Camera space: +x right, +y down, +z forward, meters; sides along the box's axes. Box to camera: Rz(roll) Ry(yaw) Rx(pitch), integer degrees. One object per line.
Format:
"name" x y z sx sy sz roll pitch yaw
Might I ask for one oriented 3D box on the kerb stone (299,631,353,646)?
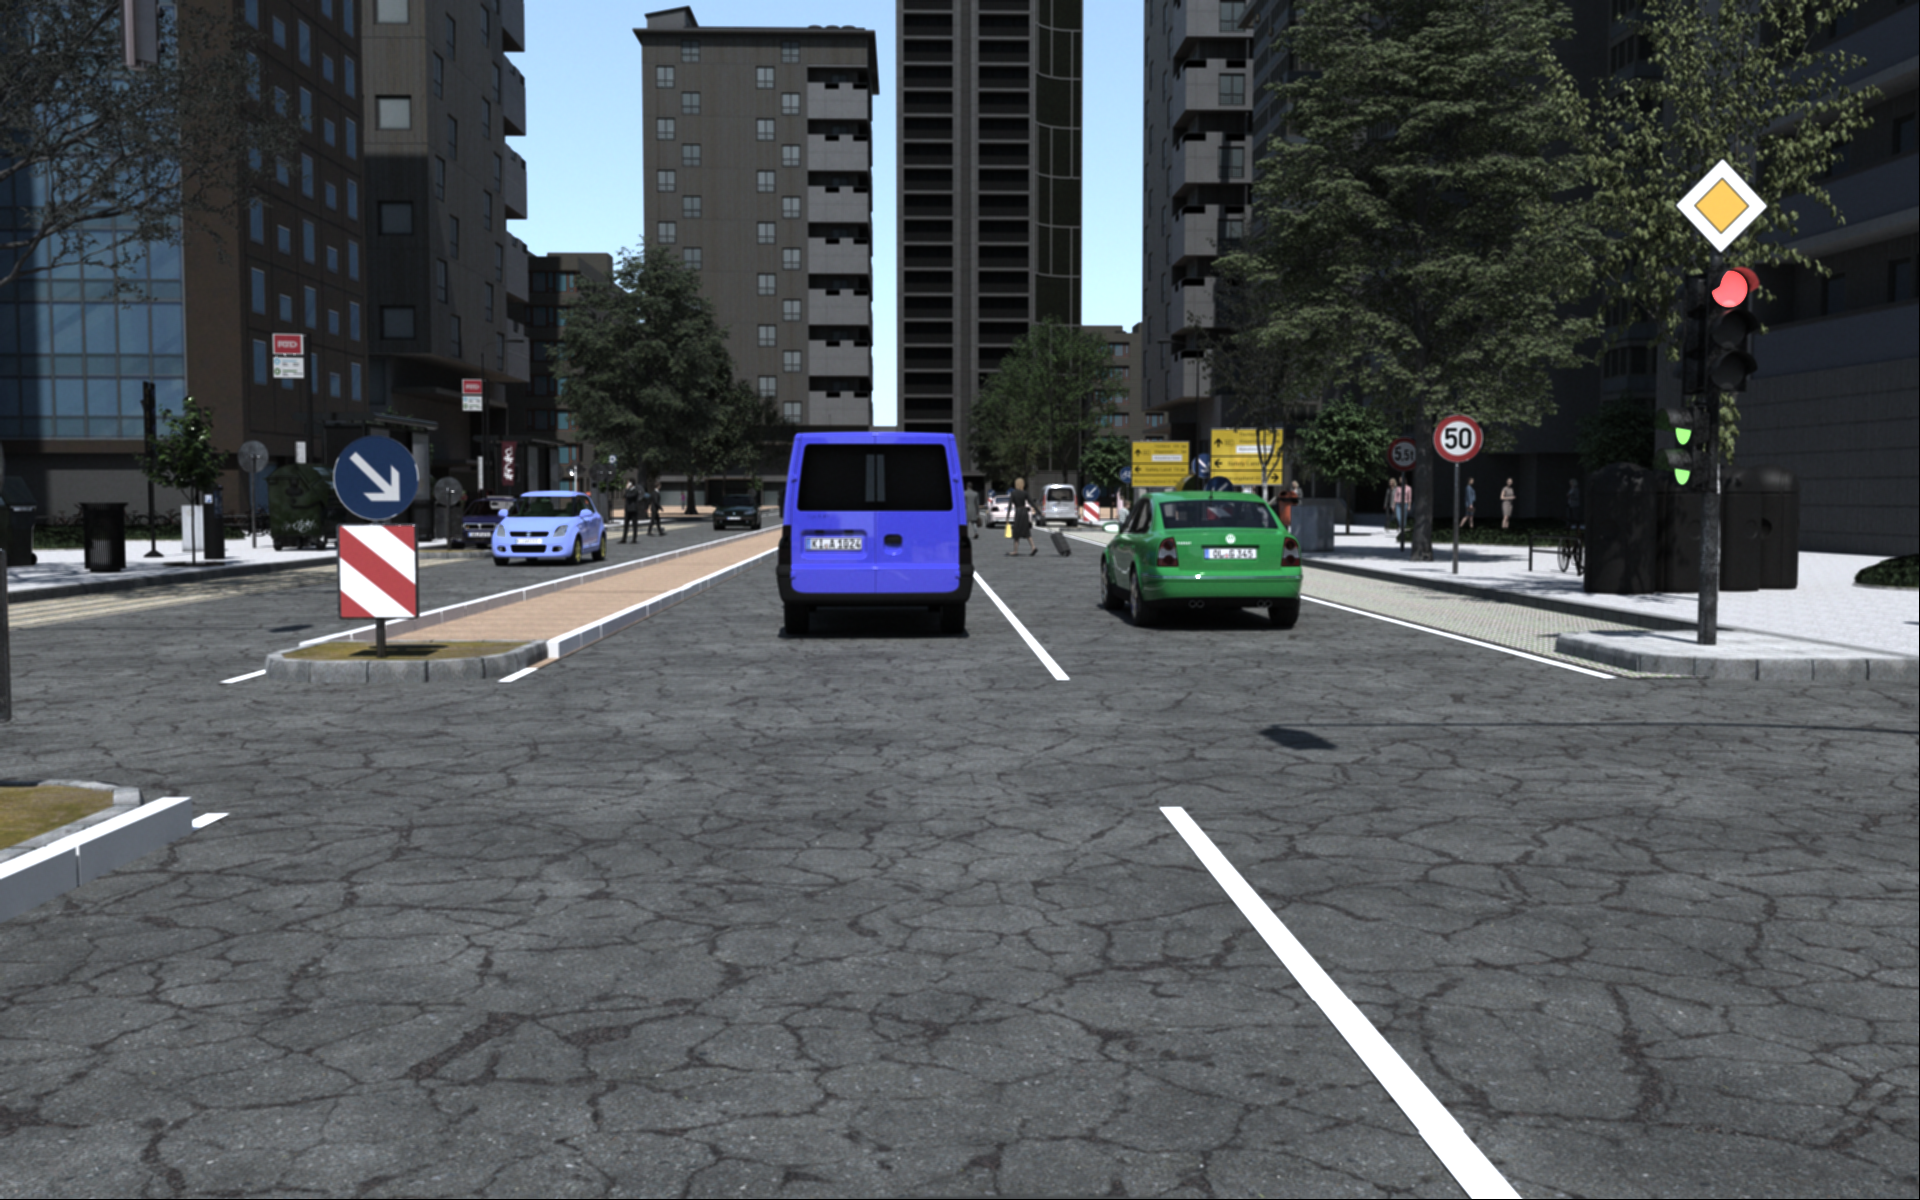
"kerb stone" -5.658 0.414 15.451 0.120 0.150 1.000 0 4 -2

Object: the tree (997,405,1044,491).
"tree" 4.753 -11.518 138.683 4.737 8.622 4.395 0 3 0

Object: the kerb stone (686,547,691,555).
"kerb stone" -6.398 -1.092 40.043 0.120 0.150 1.000 0 4 -2

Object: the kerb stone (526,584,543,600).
"kerb stone" -5.892 -0.089 23.651 0.120 0.150 1.000 0 4 -2

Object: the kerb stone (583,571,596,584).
"kerb stone" -6.023 -0.340 27.758 0.120 0.150 1.000 0 4 -2

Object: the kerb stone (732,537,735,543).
"kerb stone" -6.708 -1.717 50.284 0.120 0.150 1.000 0 4 -2

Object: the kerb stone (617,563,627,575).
"kerb stone" -6.115 -0.525 30.824 0.120 0.150 1.000 0 4 -2

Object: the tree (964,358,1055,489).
"tree" 4.608 -15.732 163.872 9.857 13.997 8.962 0 3 0

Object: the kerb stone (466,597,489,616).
"kerb stone" -5.806 0.102 20.581 0.120 0.150 1.000 0 4 -2

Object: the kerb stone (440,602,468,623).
"kerb stone" -5.773 0.162 19.552 0.120 0.150 1.000 0 4 -2

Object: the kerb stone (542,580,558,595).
"kerb stone" -5.931 -0.152 24.677 0.120 0.150 1.000 0 4 -2

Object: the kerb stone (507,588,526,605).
"kerb stone" -5.872 -0.026 22.625 0.120 0.150 1.000 0 4 -2

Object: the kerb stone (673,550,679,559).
"kerb stone" -6.337 -0.966 37.997 0.120 0.150 1.000 0 4 -2

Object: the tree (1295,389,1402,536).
"tree" 12.150 -4.294 53.922 4.285 4.588 4.351 0 3 0

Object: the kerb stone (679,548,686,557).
"kerb stone" -6.359 -1.029 39.022 0.120 0.150 1.000 0 4 -2

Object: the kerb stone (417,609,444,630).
"kerb stone" -5.746 0.227 18.530 0.120 0.150 1.000 0 4 -2

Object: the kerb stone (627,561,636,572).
"kerb stone" -6.150 -0.588 31.853 0.120 0.150 1.000 0 4 -2

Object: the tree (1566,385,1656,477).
"tree" 20.105 -4.216 52.653 4.285 4.588 4.351 0 3 0

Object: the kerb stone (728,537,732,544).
"kerb stone" -6.674 -1.655 49.248 0.120 0.150 1.000 0 4 -2

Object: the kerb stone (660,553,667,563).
"kerb stone" -6.268 -0.841 35.950 0.120 0.150 1.000 0 4 -2

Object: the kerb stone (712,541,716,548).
"kerb stone" -6.539 -1.404 45.153 0.120 0.150 1.000 0 4 -2

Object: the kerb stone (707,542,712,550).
"kerb stone" -6.513 -1.342 44.131 0.120 0.150 1.000 0 4 -2

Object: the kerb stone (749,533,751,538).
"kerb stone" -6.864 -2.032 55.414 0.120 0.150 1.000 0 4 -2

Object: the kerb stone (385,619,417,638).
"kerb stone" -5.714 0.288 17.509 0.120 0.150 1.000 0 4 -2

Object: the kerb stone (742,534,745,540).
"kerb stone" -6.796 -1.905 53.358 0.120 0.150 1.000 0 4 -2

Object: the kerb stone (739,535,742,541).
"kerb stone" -6.766 -1.839 52.337 0.120 0.150 1.000 0 4 -2

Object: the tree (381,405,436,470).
"tree" -21.077 -4.929 64.304 4.285 4.588 4.351 0 3 0

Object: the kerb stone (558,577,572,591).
"kerb stone" -5.961 -0.215 25.707 0.120 0.150 1.000 0 4 -2

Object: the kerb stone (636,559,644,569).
"kerb stone" -6.181 -0.652 32.875 0.120 0.150 1.000 0 4 -2

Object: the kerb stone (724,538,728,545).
"kerb stone" -6.646 -1.592 48.223 0.120 0.150 1.000 0 4 -2

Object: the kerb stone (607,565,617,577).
"kerb stone" -6.083 -0.465 29.803 0.120 0.150 1.000 0 4 -2

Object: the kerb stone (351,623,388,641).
"kerb stone" -5.682 0.352 16.482 0.120 0.150 1.000 0 4 -2

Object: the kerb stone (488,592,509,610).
"kerb stone" -5.839 0.036 21.603 0.120 0.150 1.000 0 4 -2

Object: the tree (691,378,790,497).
"tree" -17.835 -11.963 130.011 8.767 10.594 7.601 -1 4 -13

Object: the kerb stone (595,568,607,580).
"kerb stone" -6.054 -0.403 28.780 0.120 0.150 1.000 0 4 -2

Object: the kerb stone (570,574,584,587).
"kerb stone" -6.000 -0.278 26.736 0.120 0.150 1.000 0 4 -2

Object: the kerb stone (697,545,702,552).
"kerb stone" -6.456 -1.217 42.087 0.120 0.150 1.000 0 4 -2

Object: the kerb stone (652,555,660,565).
"kerb stone" -6.241 -0.778 34.927 0.120 0.150 1.000 0 4 -2

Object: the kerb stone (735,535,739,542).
"kerb stone" -6.737 -1.781 51.311 0.120 0.150 1.000 0 4 -2

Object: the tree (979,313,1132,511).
"tree" 5.990 -10.693 100.587 9.928 11.665 9.643 0 3 0

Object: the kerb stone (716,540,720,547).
"kerb stone" -6.575 -1.464 46.175 0.120 0.150 1.000 0 4 -2

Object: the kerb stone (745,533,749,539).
"kerb stone" -6.824 -1.967 54.386 0.120 0.150 1.000 0 4 -2

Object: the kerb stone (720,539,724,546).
"kerb stone" -6.615 -1.529 47.201 0.120 0.150 1.000 0 4 -2

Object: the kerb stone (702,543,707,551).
"kerb stone" -6.488 -1.279 43.109 0.120 0.150 1.000 0 4 -2

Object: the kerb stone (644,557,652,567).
"kerb stone" -6.207 -0.713 33.905 0.120 0.150 1.000 0 4 -2

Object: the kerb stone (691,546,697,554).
"kerb stone" -6.425 -1.154 41.065 0.120 0.150 1.000 0 4 -2

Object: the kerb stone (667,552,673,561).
"kerb stone" -6.304 -0.904 36.972 0.120 0.150 1.000 0 4 -2
